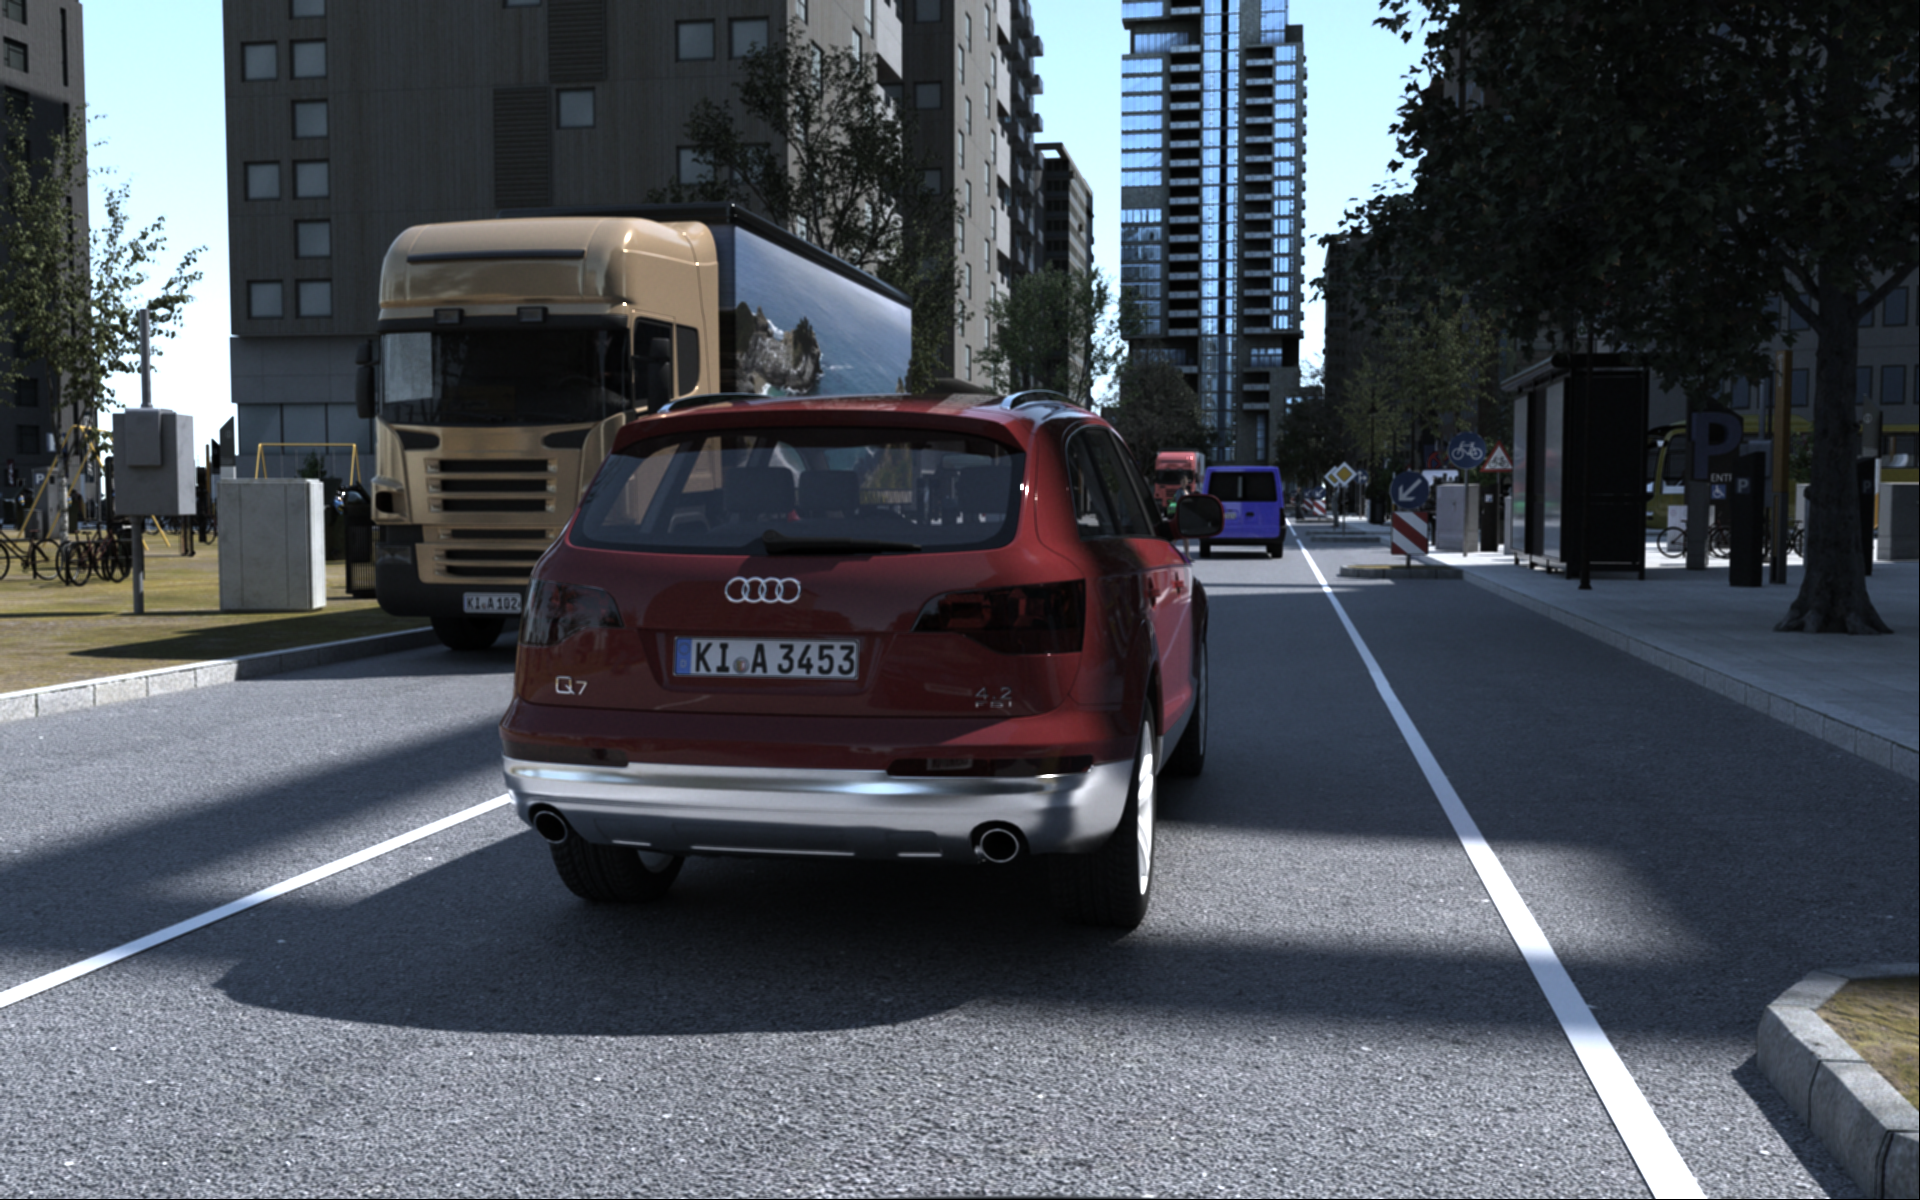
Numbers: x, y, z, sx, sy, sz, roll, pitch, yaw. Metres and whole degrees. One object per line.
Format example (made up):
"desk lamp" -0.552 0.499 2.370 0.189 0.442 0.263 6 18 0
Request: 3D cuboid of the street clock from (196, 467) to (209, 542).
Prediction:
"street clock" -20.110 -2.530 45.937 0.358 2.002 0.471 -1 4 -23

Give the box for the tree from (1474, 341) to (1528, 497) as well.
"tree" 26.107 -8.033 81.703 4.360 8.622 3.978 0 3 0

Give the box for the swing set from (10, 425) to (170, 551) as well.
"swing set" -20.392 -2.637 40.729 2.862 2.851 3.119 -1 4 -15

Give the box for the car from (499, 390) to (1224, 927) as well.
"car" -0.055 0.076 7.423 2.281 1.827 5.304 1 4 11

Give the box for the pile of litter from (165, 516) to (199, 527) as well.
"pile of litter" -30.890 -3.349 68.724 1.176 0.858 1.719 2 4 29

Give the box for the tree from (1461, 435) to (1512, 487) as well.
"tree" 29.468 -6.891 96.374 4.285 4.588 4.351 0 3 0

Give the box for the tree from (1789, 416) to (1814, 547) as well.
"tree" 20.885 -2.912 42.214 1.663 3.219 1.824 0 3 0

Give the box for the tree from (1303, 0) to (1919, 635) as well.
"tree" 8.066 -6.049 15.903 9.611 12.733 9.660 0 3 0

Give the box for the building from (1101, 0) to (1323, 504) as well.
"building" 34.332 -56.642 238.764 31.000 86.520 22.319 1 4 10

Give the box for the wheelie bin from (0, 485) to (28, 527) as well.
"wheelie bin" -39.711 -3.948 72.454 0.980 1.594 0.693 -2 4 -25

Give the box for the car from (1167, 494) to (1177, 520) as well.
"car" 12.450 -5.303 95.505 1.959 1.807 4.718 1 4 12

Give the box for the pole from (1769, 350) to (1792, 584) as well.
"pole" 11.699 -1.886 24.678 0.158 3.312 0.155 0 3 0

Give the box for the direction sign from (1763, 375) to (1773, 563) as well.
"direction sign" 15.031 -2.458 32.193 0.379 3.537 0.876 1 4 23

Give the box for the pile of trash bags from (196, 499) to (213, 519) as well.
"pile of trash bags" -37.968 -4.774 87.804 3.447 1.369 1.912 -3 5 -41

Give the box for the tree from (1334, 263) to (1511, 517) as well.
"tree" 13.217 -5.947 47.593 4.737 8.622 4.395 0 3 0

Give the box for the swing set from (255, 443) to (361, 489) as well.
"swing set" -20.143 -3.441 53.880 3.119 2.851 2.862 0 4 -8

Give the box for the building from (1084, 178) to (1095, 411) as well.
"building" 10.842 -36.077 239.966 14.200 45.320 14.600 1 4 10

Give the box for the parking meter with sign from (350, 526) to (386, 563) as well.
"parking meter with sign" -10.579 -2.221 32.570 1.738 3.016 0.543 -1 4 -9

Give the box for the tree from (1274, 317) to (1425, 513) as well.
"tree" 26.637 -12.693 117.898 12.009 13.543 11.850 0 3 0

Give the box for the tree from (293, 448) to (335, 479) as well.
"tree" -26.937 -4.768 72.554 1.663 3.219 1.824 0 3 0

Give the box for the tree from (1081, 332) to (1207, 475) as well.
"tree" 13.781 -13.487 130.877 12.009 13.543 11.850 0 3 0

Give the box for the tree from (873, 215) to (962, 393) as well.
"tree" -1.773 -5.818 45.482 4.737 8.622 4.395 0 3 0

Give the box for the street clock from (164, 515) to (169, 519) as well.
"street clock" -40.925 -5.179 89.252 0.471 2.002 0.358 1 4 22

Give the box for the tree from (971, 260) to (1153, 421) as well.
"tree" 4.327 -9.171 75.709 9.928 11.665 9.643 0 3 0

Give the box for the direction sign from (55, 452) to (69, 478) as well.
"direction sign" -43.362 -5.608 83.683 0.379 3.537 0.876 0 4 8

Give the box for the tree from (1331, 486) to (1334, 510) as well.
"tree" 30.937 -9.029 142.218 1.663 3.219 1.824 0 3 0

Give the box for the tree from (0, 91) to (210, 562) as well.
"tree" -16.728 -5.027 32.552 4.737 8.622 4.395 0 3 0

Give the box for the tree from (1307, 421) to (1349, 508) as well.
"tree" 35.083 -13.118 164.848 4.360 8.622 3.978 0 3 0

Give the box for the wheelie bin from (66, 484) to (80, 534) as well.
"wheelie bin" -28.815 -2.927 55.766 0.980 1.594 0.693 2 4 27

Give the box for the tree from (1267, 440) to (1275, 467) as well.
"tree" 41.172 -17.651 205.607 9.611 12.733 9.660 0 3 0

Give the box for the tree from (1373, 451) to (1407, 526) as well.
"tree" 17.765 -4.642 70.492 1.663 3.219 1.824 0 3 0

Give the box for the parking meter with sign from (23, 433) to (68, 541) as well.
"parking meter with sign" -25.639 -3.196 48.519 0.543 3.016 1.738 0 4 -3

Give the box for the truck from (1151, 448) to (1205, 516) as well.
"truck" 13.771 -7.314 108.504 2.839 4.237 11.283 1 4 11

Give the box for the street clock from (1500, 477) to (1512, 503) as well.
"street clock" 22.701 -4.128 72.059 0.471 2.002 0.358 -1 4 -22

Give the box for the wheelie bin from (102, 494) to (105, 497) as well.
"wheelie bin" -54.003 -6.139 108.284 0.980 1.594 0.693 -1 4 -21

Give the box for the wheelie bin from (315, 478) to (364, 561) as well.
"wheelie bin" -12.206 -1.561 33.430 0.980 1.594 0.693 1 4 20

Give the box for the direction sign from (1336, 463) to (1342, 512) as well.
"direction sign" 27.823 -8.242 126.752 0.379 3.537 0.876 -2 4 -33

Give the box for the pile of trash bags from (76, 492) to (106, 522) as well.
"pile of trash bags" -40.386 -4.328 80.513 1.912 1.369 3.447 0 4 -2

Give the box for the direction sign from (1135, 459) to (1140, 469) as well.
"direction sign" 11.413 -7.439 113.627 0.876 3.537 0.379 3 4 38

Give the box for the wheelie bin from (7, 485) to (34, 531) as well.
"wheelie bin" -32.875 -3.237 60.837 0.693 1.594 0.980 -3 4 -38

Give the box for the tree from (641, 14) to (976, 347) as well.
"tree" -3.420 -6.143 34.856 8.767 10.594 7.601 1 4 19

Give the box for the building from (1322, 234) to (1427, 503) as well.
"building" 62.565 -33.525 240.008 23.993 40.220 32.217 1 4 10

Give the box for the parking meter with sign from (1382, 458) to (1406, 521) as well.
"parking meter with sign" 20.972 -5.286 82.690 0.543 3.016 1.738 -2 4 -31

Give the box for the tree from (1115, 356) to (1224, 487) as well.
"tree" 16.436 -13.855 143.533 9.611 12.733 9.660 0 3 0

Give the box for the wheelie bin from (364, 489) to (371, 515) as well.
"wheelie bin" -13.574 -1.905 39.051 0.693 1.594 0.980 -1 4 -18

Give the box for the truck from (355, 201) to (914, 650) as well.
"truck" -2.922 -1.846 19.095 2.839 4.237 11.283 1 4 11

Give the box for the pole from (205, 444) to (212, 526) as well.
"pole" -30.632 -4.694 70.594 0.158 3.312 0.155 0 3 0

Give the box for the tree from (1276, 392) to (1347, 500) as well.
"tree" 35.566 -15.169 173.760 9.928 11.665 9.643 0 3 0
